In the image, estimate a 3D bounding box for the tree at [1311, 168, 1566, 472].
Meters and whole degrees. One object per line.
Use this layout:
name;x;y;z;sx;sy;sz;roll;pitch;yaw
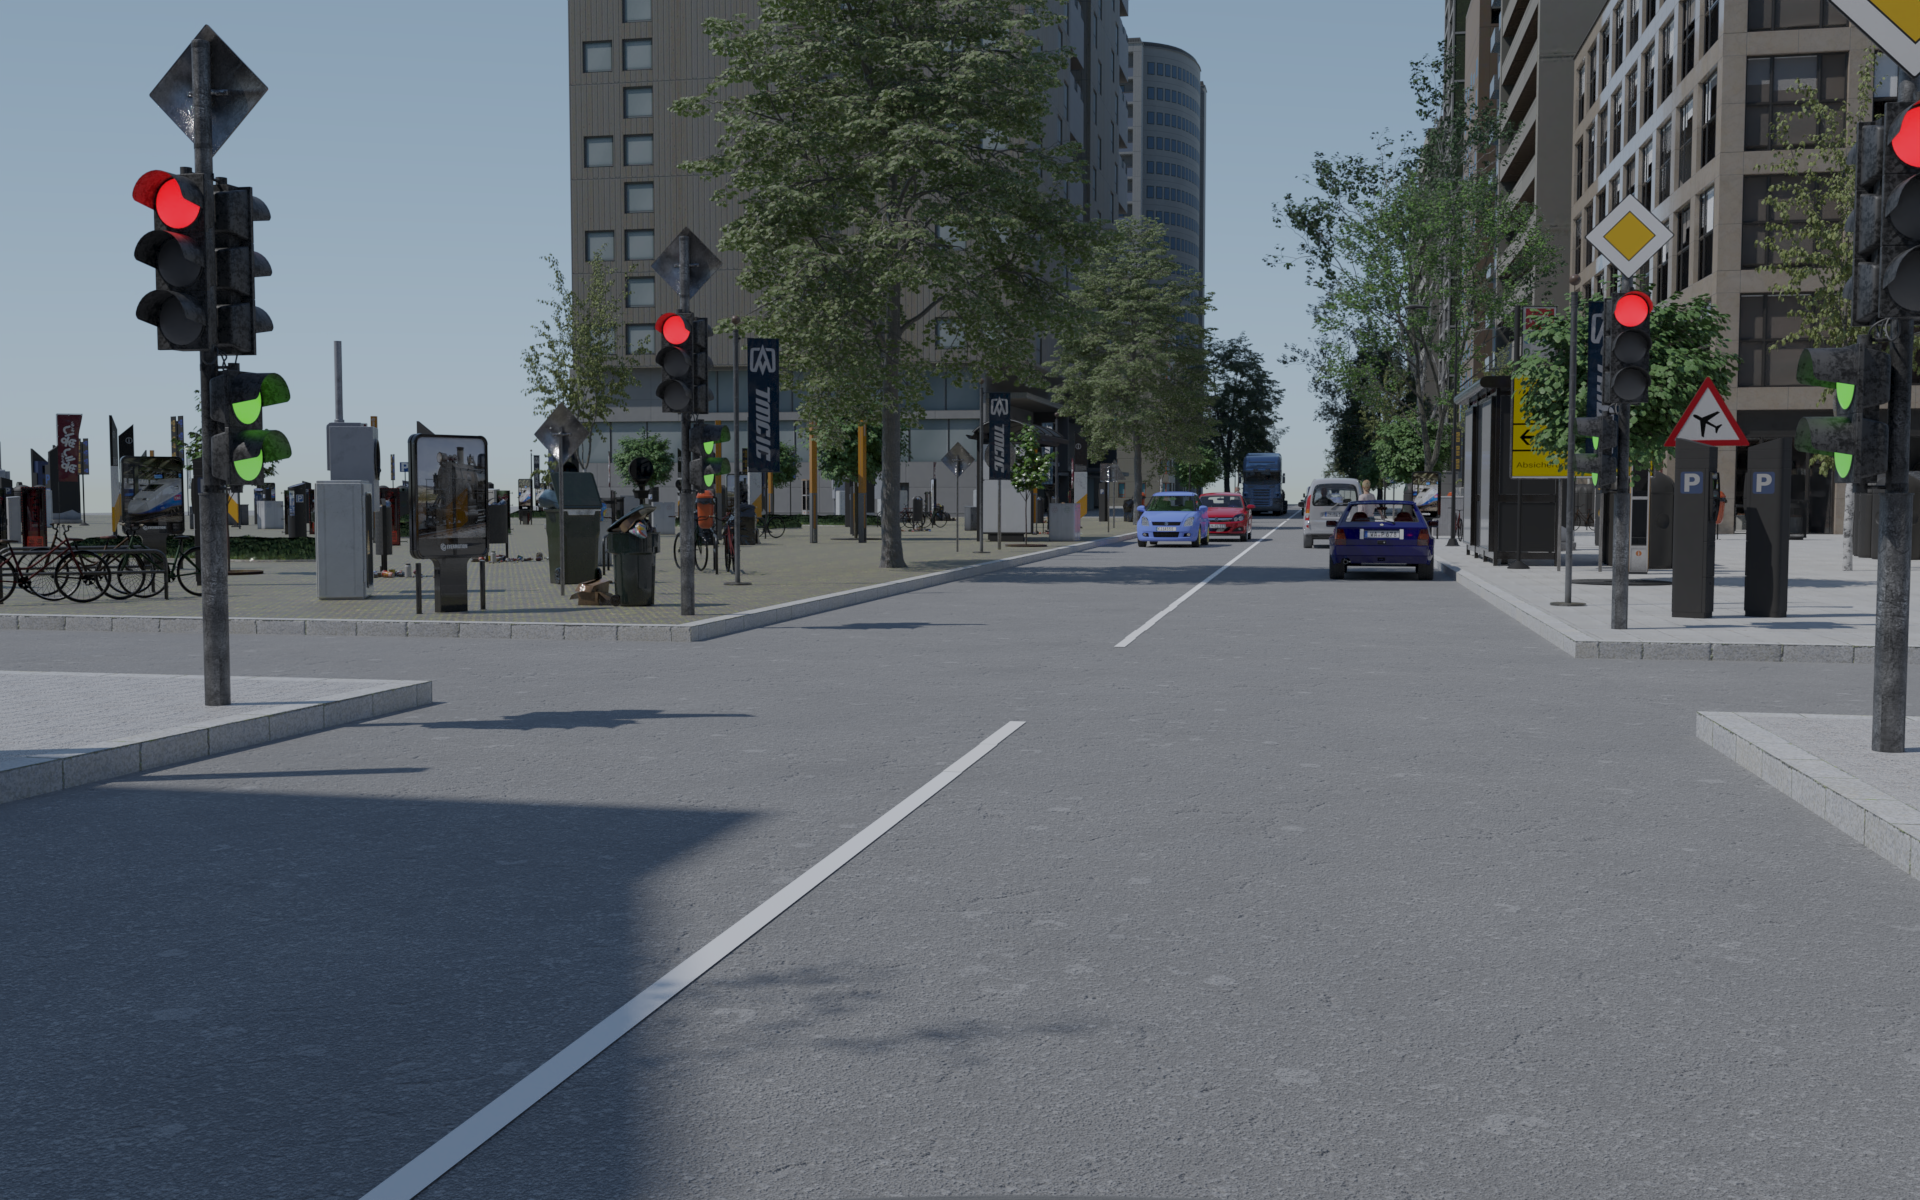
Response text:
tree;14.868;-7.861;54.283;9.928;11.665;9.643;0;3;0

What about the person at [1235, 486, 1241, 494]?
person;12.499;-4.247;78.339;0.834;1.777;0.661;1;4;15

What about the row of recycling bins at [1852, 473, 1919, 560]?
row of recycling bins;18.730;-1.715;35.151;1.069;1.692;3.534;1;4;19

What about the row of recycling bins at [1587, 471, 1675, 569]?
row of recycling bins;12.122;-1.471;31.164;1.069;1.692;3.534;1;4;13

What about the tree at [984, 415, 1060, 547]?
tree;1.695;-2.905;42.101;1.663;3.219;1.824;0;3;0

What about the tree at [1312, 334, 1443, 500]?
tree;30.203;-12.680;124.320;9.611;12.733;9.660;0;3;0

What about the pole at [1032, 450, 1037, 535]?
pole;2.340;-3.690;54.172;0.158;3.312;0.155;0;3;0

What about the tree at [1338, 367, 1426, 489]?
tree;24.903;-9.183;100.506;4.737;8.622;4.395;0;3;0

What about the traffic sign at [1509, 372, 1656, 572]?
traffic sign;10.249;-2.121;28.556;2.265;3.308;0.079;1;4;19

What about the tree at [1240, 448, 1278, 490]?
tree;34.415;-15.472;203.334;4.360;8.622;3.978;0;3;0

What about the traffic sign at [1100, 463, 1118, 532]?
traffic sign;4.972;-3.412;57.912;0.606;2.300;0.079;1;4;17

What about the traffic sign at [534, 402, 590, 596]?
traffic sign;-5.017;-1.262;21.812;0.795;2.450;0.064;1;4;18

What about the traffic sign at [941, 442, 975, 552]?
traffic sign;-0.054;-2.271;38.320;0.795;2.450;0.064;1;4;18

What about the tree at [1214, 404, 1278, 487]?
tree;27.254;-14.287;168.008;7.601;10.594;8.767;0;4;1

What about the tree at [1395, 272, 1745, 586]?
tree;9.399;-2.506;24.694;4.285;4.588;4.351;0;3;0

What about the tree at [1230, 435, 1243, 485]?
tree;30.174;-14.270;183.675;4.737;8.622;4.395;0;3;0

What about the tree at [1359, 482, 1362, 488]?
tree;40.207;-11.039;175.085;1.663;3.219;1.824;0;3;0

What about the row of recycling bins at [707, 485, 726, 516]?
row of recycling bins;-10.774;-4.286;77.194;1.069;1.692;3.534;0;4;-3

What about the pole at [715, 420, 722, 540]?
pole;-6.674;-3.305;47.879;0.158;3.312;0.155;0;3;0

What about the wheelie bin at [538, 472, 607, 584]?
wheelie bin;-5.582;-1.035;24.833;0.980;1.594;0.693;-2;4;-35

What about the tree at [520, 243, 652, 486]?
tree;-11.195;-6.179;51.384;4.737;8.622;4.395;0;3;0

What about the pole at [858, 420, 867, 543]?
pole;-2.558;-3.151;45.363;0.158;3.312;0.155;0;3;0

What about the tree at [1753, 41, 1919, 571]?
tree;15.046;-4.791;28.701;4.737;8.622;4.395;0;3;0

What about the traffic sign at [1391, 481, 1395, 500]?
traffic sign;21.012;-5.124;83.880;0.768;2.556;0.104;1;4;12

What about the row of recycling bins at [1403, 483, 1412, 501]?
row of recycling bins;15.845;-3.217;59.709;1.069;1.692;3.534;1;4;18

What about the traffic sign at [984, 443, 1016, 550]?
traffic sign;0.908;-2.432;39.875;0.768;2.556;0.104;1;4;21

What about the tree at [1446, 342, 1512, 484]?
tree;25.885;-8.206;84.530;4.737;8.622;4.395;0;3;0

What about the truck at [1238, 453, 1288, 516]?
truck;21.168;-7.938;119.551;2.967;4.110;18.799;1;4;12

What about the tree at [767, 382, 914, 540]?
tree;-3.021;-3.975;48.699;4.285;4.588;4.351;0;3;0

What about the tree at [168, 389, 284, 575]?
tree;-11.641;-2.014;27.535;1.663;3.219;1.824;0;3;0

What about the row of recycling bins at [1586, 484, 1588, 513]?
row of recycling bins;16.072;-2.102;41.473;1.069;1.692;3.534;0;4;6

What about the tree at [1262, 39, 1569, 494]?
tree;19.574;-13.416;75.237;12.611;20.169;13.585;0;3;0

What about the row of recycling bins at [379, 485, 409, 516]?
row of recycling bins;-27.711;-4.565;81.745;3.534;1.692;1.069;0;4;-5

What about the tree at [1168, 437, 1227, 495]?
tree;13.499;-7.059;99.136;4.285;4.588;4.351;0;3;0

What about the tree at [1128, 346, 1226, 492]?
tree;10.283;-8.372;87.242;4.360;8.622;3.978;0;3;0

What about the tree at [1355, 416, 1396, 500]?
tree;16.787;-4.921;64.177;4.285;4.588;4.351;0;3;0

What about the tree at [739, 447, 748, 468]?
tree;-9.904;-6.554;90.874;4.285;4.588;4.351;0;3;0

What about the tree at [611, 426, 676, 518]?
tree;-15.206;-6.104;83.520;4.285;4.588;4.351;0;3;0

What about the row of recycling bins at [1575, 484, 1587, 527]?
row of recycling bins;24.966;-3.776;68.857;1.069;1.692;3.534;0;4;-3

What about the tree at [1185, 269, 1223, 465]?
tree;6.942;-9.373;71.376;7.486;12.596;7.792;0;3;0

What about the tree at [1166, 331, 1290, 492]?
tree;20.672;-13.930;134.413;9.857;13.997;8.962;0;3;0

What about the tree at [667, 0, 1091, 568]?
tree;-1.023;-6.811;29.494;7.486;12.596;7.792;0;3;0

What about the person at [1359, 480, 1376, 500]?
person;9.089;-1.762;37.975;0.731;1.740;0.598;-3;5;-42

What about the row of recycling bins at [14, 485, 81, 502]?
row of recycling bins;-41.623;-4.401;79.069;1.069;1.692;3.534;1;4;17

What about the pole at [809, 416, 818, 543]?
pole;-3.812;-3.131;45.038;0.158;3.312;0.155;0;3;0

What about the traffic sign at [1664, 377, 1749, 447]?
traffic sign;8.299;-1.181;19.306;0.884;2.594;0.081;1;4;14

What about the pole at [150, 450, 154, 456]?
pole;-37.449;-5.292;80.363;0.158;3.312;0.155;0;3;0

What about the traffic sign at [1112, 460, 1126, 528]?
traffic sign;5.808;-3.993;65.284;0.884;2.594;0.081;1;4;18
